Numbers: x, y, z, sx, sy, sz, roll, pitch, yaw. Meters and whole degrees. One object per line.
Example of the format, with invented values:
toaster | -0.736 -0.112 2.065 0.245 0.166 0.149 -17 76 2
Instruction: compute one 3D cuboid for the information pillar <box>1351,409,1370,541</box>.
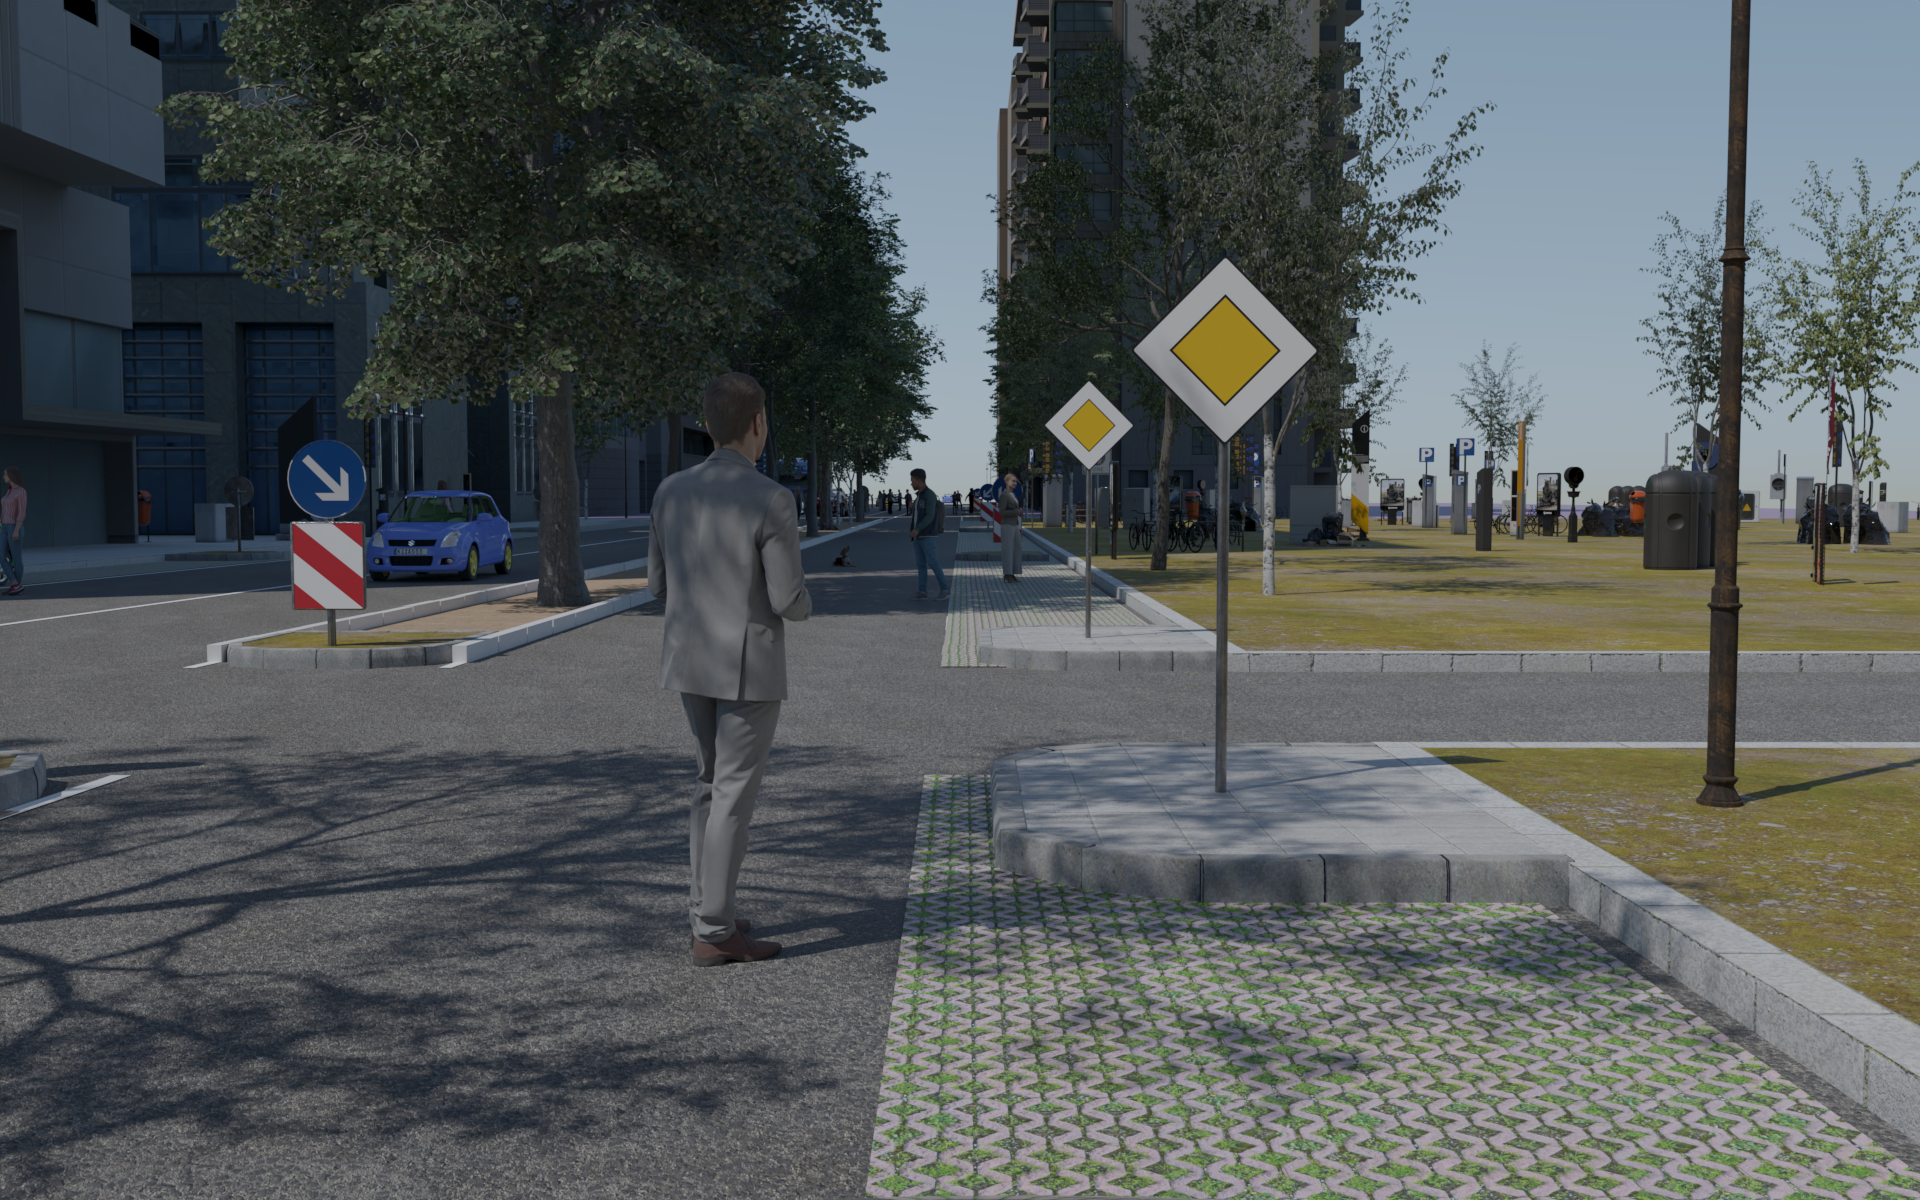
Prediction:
information pillar | 11.006 -3.438 47.560 0.504 3.616 0.183 0 4 5

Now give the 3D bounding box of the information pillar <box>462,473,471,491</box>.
information pillar | -17.423 -3.469 61.209 0.304 2.012 0.304 -1 4 -13

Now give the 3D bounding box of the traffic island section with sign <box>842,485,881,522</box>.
traffic island section with sign | -5.107 -5.024 90.272 2.006 1.907 1.989 0 4 0

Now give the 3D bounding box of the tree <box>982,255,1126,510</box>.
tree | 4.398 -10.051 82.459 7.486 12.596 7.792 0 3 0

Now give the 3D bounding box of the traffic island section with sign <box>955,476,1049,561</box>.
traffic island section with sign | 0.899 -1.771 37.584 1.989 1.847 2.006 0 4 0

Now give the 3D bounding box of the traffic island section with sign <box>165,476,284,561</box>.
traffic island section with sign | -15.922 -1.782 37.766 1.989 1.847 2.006 0 4 0

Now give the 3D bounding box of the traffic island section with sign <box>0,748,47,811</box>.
traffic island section with sign | -5.315 0.025 7.727 2.006 1.907 1.989 0 4 0

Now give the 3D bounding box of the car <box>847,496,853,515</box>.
car | -8.111 -6.362 116.017 2.014 1.417 4.499 0 4 0

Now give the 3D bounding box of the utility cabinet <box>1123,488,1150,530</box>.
utility cabinet | 6.304 -3.261 62.002 0.318 1.500 1.173 -2 4 -34

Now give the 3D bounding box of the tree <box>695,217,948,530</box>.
tree | -5.282 -9.076 67.851 9.611 12.733 9.660 0 3 0

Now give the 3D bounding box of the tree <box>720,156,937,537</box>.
tree | -4.815 -8.338 56.918 7.486 12.596 7.792 0 3 0

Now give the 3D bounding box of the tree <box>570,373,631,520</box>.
tree | -18.631 -8.326 86.488 4.737 8.622 4.395 0 3 0

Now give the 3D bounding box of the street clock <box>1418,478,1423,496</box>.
street clock | 20.460 -4.397 76.461 0.471 2.002 0.358 1 4 14

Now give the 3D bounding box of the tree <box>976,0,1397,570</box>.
tree | 3.688 -5.777 28.870 7.601 10.594 8.767 1 4 9

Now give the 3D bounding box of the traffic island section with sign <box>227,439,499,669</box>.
traffic island section with sign | -5.287 -0.428 15.134 2.006 1.907 1.989 0 4 0

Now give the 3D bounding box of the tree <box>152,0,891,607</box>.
tree | -5.068 -6.883 21.656 9.857 13.997 8.962 0 3 0

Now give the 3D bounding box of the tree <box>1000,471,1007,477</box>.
tree | 3.629 -9.087 143.181 1.663 3.219 1.824 0 3 0

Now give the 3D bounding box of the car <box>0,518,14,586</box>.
car | -15.685 -1.012 25.348 1.959 1.807 4.718 0 3 0

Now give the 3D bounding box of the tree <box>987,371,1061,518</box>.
tree | 3.751 -8.640 91.619 4.737 8.622 4.395 0 3 0

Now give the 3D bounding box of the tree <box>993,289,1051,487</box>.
tree | 3.479 -6.583 58.002 4.360 8.622 3.978 0 3 0

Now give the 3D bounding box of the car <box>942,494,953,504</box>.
car | -1.556 -13.751 234.422 1.945 1.707 3.694 0 4 1

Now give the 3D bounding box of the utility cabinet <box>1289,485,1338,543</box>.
utility cabinet | 9.044 -2.177 44.265 1.173 1.500 0.318 1 4 23

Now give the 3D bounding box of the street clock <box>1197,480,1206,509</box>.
street clock | 12.196 -5.071 87.480 0.358 2.002 0.471 3 5 43

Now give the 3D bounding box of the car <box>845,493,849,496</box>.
car | -12.860 -11.278 193.988 1.945 1.707 3.694 0 4 -1

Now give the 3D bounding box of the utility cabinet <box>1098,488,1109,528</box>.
utility cabinet | 5.484 -3.441 64.933 0.318 1.500 1.173 -2 4 -24

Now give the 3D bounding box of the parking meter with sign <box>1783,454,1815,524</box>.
parking meter with sign | 36.534 -4.806 74.839 1.738 3.016 0.543 2 4 29

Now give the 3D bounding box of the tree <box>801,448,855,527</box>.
tree | -5.100 -7.782 80.063 4.737 8.622 4.395 0 3 0

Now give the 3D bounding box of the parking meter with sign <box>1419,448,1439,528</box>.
parking meter with sign | 17.836 -4.247 65.700 0.543 3.016 1.738 2 4 25

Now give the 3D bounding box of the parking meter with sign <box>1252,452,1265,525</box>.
parking meter with sign | 12.617 -4.683 72.823 0.543 3.016 1.738 2 4 30

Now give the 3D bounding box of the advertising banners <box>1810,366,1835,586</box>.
advertising banners | 12.255 -1.737 24.595 0.090 3.025 2.074 1 4 22

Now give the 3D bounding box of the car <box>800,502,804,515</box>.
car | -11.729 -6.517 118.916 2.083 1.381 4.827 0 4 -1

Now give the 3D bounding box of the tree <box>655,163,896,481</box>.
tree | -5.298 -7.310 47.739 9.928 11.665 9.643 0 3 0

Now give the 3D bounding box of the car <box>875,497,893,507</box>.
car | -8.522 -11.222 193.707 2.015 1.641 3.980 0 4 0

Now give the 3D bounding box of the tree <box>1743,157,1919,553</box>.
tree | 19.145 -5.313 37.227 4.737 8.622 4.395 0 3 0

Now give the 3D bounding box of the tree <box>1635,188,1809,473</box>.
tree | 18.553 -5.642 42.614 4.360 8.622 3.978 0 3 0

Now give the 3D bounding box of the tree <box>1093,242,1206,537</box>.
tree | 6.079 -6.200 51.732 4.737 8.622 4.395 0 3 0

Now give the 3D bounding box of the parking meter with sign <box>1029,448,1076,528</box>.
parking meter with sign | 3.572 -4.292 66.434 1.738 3.016 0.543 -1 4 -14

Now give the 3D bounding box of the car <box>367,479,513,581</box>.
car | -8.881 -1.229 29.691 1.945 1.707 3.694 0 4 -1

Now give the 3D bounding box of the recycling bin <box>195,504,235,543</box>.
recycling bin | -19.841 -2.053 46.117 0.722 1.027 0.722 1 4 19

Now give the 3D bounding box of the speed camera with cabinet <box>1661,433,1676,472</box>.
speed camera with cabinet | 22.762 -3.723 55.208 0.660 3.252 2.038 1 4 17

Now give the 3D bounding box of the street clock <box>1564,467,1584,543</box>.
street clock | 16.197 -2.518 45.734 0.471 2.002 0.358 -1 4 -12

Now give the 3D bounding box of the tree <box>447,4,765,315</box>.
tree | -5.364 -5.772 31.236 8.767 10.594 7.601 0 4 0

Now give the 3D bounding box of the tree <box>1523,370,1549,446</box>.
tree | 25.682 -8.095 82.717 4.360 8.622 3.978 0 3 0

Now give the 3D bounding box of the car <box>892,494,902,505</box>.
car | -8.338 -12.846 221.824 2.131 1.459 4.920 0 4 -1

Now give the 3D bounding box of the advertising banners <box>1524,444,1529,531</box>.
advertising banners | 19.520 -3.898 59.920 0.090 3.025 2.074 2 4 26

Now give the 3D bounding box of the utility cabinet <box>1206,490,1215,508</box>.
utility cabinet | 13.037 -4.878 88.429 1.173 1.500 0.318 -3 5 -39

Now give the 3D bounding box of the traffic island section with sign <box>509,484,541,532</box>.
traffic island section with sign | -15.849 -3.469 65.338 1.989 1.847 2.006 0 4 0

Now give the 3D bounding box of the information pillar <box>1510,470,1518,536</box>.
information pillar | 16.875 -2.932 52.423 0.304 2.012 0.304 -3 5 -41

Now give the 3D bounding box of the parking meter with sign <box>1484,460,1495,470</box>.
parking meter with sign | 26.620 -5.631 88.334 0.543 3.016 1.738 -1 4 -9

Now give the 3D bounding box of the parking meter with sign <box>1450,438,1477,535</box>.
parking meter with sign | 15.842 -3.582 54.821 0.543 3.016 1.738 0 4 7

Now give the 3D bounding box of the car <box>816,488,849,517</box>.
car | -8.282 -6.262 111.058 2.281 1.827 5.304 0 4 1

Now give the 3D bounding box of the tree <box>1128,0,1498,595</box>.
tree | 4.115 -4.356 21.579 4.360 8.622 3.978 0 3 0

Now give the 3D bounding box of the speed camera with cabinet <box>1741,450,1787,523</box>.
speed camera with cabinet | 35.835 -5.083 77.446 2.038 3.252 0.660 2 4 25
